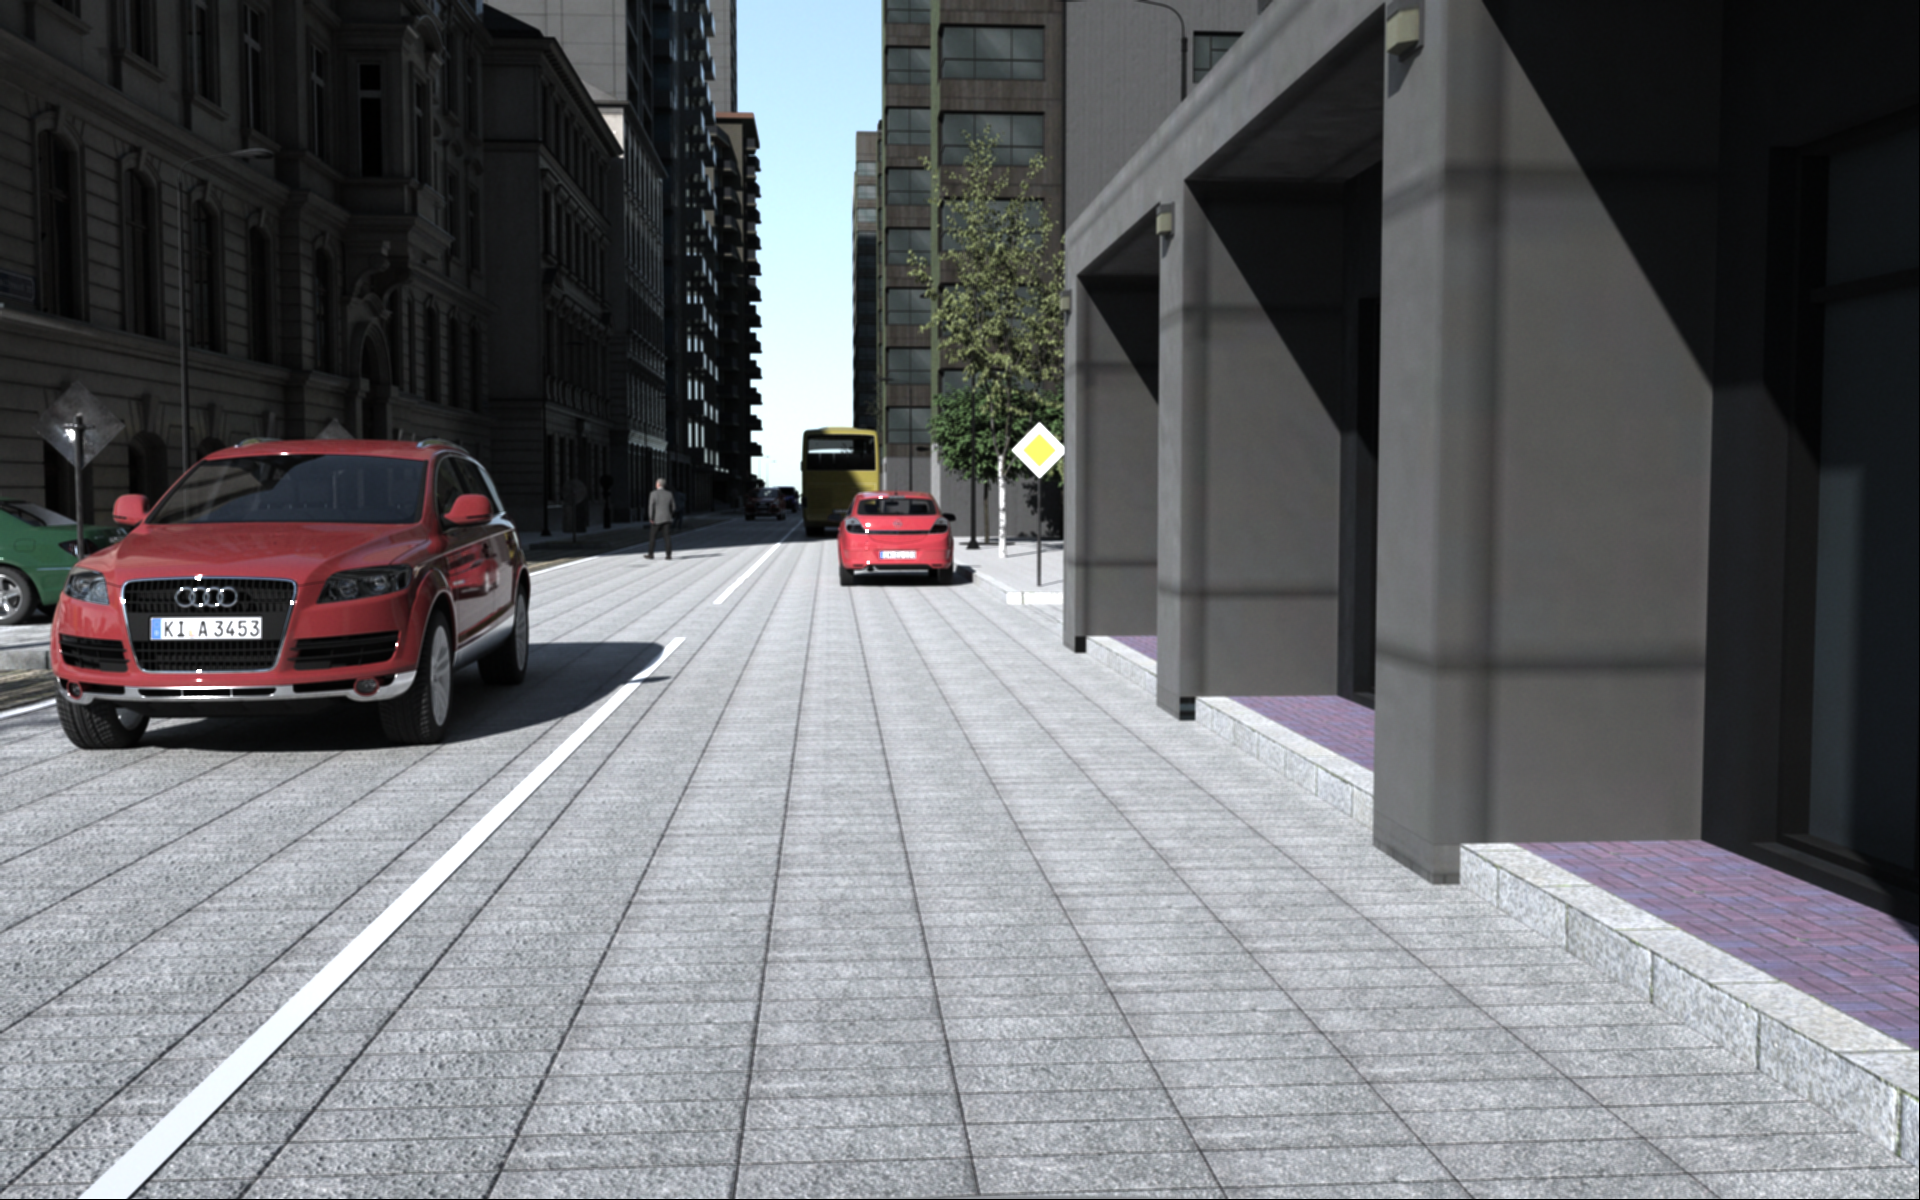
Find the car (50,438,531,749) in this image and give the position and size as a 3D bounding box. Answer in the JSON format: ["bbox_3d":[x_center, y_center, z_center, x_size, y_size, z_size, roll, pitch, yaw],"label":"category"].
[{"bbox_3d":[-4.154,-0.173,11.499,2.281,1.827,5.304,0,4,-6],"label":"car"}]

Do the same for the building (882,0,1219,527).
[{"bbox_3d":[3.337,-18.891,80.572,14.160,30.474,14.107,0,4,-4],"label":"building"}]

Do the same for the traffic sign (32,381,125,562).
[{"bbox_3d":[-7.823,-0.719,15.400,0.795,2.450,0.064,0,4,-4],"label":"traffic sign"}]

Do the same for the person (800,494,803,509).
[{"bbox_3d":[-14.908,-9.468,164.121,1.217,1.723,0.721,1,4,16],"label":"person"}]

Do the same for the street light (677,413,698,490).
[{"bbox_3d":[-15.738,-7.762,99.447,1.470,5.913,1.316,0,4,-4],"label":"street light"}]

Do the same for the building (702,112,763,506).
[{"bbox_3d":[-33.650,-33.017,194.460,22.147,44.769,28.867,0,4,-4],"label":"building"}]

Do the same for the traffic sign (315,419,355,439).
[{"bbox_3d":[-8.421,-1.206,23.363,0.795,2.450,0.064,0,4,-4],"label":"traffic sign"}]

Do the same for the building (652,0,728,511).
[{"bbox_3d":[-30.383,-31.380,132.664,23.786,49.044,30.456,0,4,-4],"label":"building"}]

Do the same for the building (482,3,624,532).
[{"bbox_3d":[-19.300,-12.348,66.510,10.561,19.102,19.286,0,4,-4],"label":"building"}]

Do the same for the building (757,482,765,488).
[{"bbox_3d":[-43.825,-33.711,243.053,32.217,40.220,23.993,0,4,-4],"label":"building"}]

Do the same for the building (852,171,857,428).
[{"bbox_3d":[-4.508,-38.157,247.562,21.300,48.544,21.600,0,4,-4],"label":"building"}]

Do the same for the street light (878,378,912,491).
[{"bbox_3d":[-2.516,-5.921,69.357,1.470,5.913,1.316,0,4,-4],"label":"street light"}]

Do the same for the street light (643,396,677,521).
[{"bbox_3d":[-14.324,-6.694,81.987,1.470,5.913,1.316,0,4,-4],"label":"street light"}]

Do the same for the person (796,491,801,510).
[{"bbox_3d":[-14.932,-9.135,158.525,0.621,1.740,0.551,1,4,12],"label":"person"}]

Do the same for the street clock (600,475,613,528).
[{"bbox_3d":[-13.187,-3.675,64.653,0.471,2.002,0.358,2,4,26],"label":"street clock"}]

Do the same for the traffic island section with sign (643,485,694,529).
[{"bbox_3d":[-12.118,-3.885,72.142,1.989,1.847,2.006,0,4,-4],"label":"traffic island section with sign"}]

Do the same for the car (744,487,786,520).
[{"bbox_3d":[-10.745,-5.330,95.817,2.281,1.827,5.304,0,4,-3],"label":"car"}]

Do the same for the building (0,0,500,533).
[{"bbox_3d":[-19.210,-13.446,38.934,14.460,24.649,34.723,0,4,-4],"label":"building"}]

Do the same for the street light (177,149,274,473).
[{"bbox_3d":[-9.936,-3.113,23.435,1.470,5.913,1.316,0,4,-4],"label":"street light"}]

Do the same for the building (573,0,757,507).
[{"bbox_3d":[-36.266,-47.719,218.461,20.563,71.187,20.611,0,4,-4],"label":"building"}]

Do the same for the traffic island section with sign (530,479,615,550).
[{"bbox_3d":[-10.087,-2.241,45.263,1.989,1.847,2.006,0,4,-4],"label":"traffic island section with sign"}]

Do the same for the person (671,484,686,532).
[{"bbox_3d":[-10.622,-3.460,65.329,0.793,1.790,0.793,1,4,13],"label":"person"}]

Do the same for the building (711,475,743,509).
[{"bbox_3d":[-36.782,-28.624,159.885,32.217,40.220,23.993,0,4,-4],"label":"building"}]

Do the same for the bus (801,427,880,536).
[{"bbox_3d":[-4.351,-4.333,62.393,2.896,3.916,12.252,0,4,-5],"label":"bus"}]

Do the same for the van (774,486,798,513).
[{"bbox_3d":[-13.627,-7.926,133.972,2.240,2.365,5.245,0,4,-3],"label":"van"}]

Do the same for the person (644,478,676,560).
[{"bbox_3d":[-6.603,-1.780,37.999,0.661,1.777,0.834,-3,5,-44],"label":"person"}]

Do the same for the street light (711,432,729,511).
[{"bbox_3d":[-17.850,-9.551,128.701,1.470,5.913,1.316,0,4,-4],"label":"street light"}]

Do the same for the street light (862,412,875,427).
[{"bbox_3d":[-4.702,-7.710,98.605,1.470,5.913,1.316,0,4,-4],"label":"street light"}]

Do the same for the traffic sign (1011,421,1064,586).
[{"bbox_3d":[1.098,-1.248,24.055,0.795,2.450,0.064,0,4,-4],"label":"traffic sign"}]

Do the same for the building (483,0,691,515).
[{"bbox_3d":[-27.481,-40.857,106.271,20.563,71.187,20.611,0,4,-4],"label":"building"}]

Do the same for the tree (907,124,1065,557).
[{"bbox_3d":[0.899,-5.159,34.708,4.737,8.622,4.395,0,3,0],"label":"tree"}]

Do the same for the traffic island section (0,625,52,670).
[{"bbox_3d":[-7.846,0.417,15.460,2.009,0.180,2.903,0,4,-4],"label":"traffic island section"}]

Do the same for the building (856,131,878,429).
[{"bbox_3d":[-4.898,-31.499,198.607,14.154,41.232,14.086,0,4,-4],"label":"building"}]

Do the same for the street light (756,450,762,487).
[{"bbox_3d":[-21.796,-12.892,183.319,1.470,5.913,1.316,0,4,-4],"label":"street light"}]

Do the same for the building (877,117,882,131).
[{"bbox_3d":[-0.774,-36.809,221.437,23.786,49.044,30.456,0,4,-4],"label":"building"}]

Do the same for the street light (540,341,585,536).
[{"bbox_3d":[-12.101,-4.905,52.742,1.470,5.913,1.316,0,4,-4],"label":"street light"}]

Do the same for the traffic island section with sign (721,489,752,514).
[{"bbox_3d":[-15.957,-7.008,123.202,1.989,1.847,2.006,0,4,-4],"label":"traffic island section with sign"}]

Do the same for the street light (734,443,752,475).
[{"bbox_3d":[-20.092,-11.385,158.685,1.470,5.913,1.316,0,4,-4],"label":"street light"}]

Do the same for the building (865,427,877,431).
[{"bbox_3d":[2.601,-51.735,158.531,22.319,86.520,31.000,0,4,-4],"label":"building"}]

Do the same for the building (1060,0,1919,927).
[{"bbox_3d":[11.921,-34.648,4.746,20.563,71.187,20.611,0,4,-4],"label":"building"}]

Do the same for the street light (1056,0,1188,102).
[{"bbox_3d":[1.520,-2.660,16.029,1.470,5.913,1.316,0,4,-4],"label":"street light"}]

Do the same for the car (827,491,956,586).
[{"bbox_3d":[-1.106,-1.192,28.531,2.155,1.783,4.494,0,4,-4],"label":"car"}]

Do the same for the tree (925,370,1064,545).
[{"bbox_3d":[0.757,-3.698,44.176,4.285,4.588,4.351,0,3,0],"label":"tree"}]

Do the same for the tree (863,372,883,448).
[{"bbox_3d":[-2.988,-8.861,95.236,4.360,8.622,3.978,0,3,0],"label":"tree"}]

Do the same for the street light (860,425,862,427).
[{"bbox_3d":[-5.997,-8.813,116.631,1.470,5.913,1.316,0,4,-4],"label":"street light"}]

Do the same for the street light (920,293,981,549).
[{"bbox_3d":[-0.230,-4.133,40.116,1.470,5.913,1.316,0,4,-4],"label":"street light"}]

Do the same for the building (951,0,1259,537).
[{"bbox_3d":[5.897,-17.527,58.264,14.160,30.474,14.107,0,4,-4],"label":"building"}]

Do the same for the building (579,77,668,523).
[{"bbox_3d":[-20.058,-14.437,85.189,9.793,20.994,18.267,0,4,-4],"label":"building"}]

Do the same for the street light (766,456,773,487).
[{"bbox_3d":[-24.114,-14.716,213.146,1.470,5.913,1.316,0,4,-4],"label":"street light"}]

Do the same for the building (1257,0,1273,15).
[{"bbox_3d":[20.962,-25.312,33.468,30.456,49.044,23.786,0,4,-4],"label":"building"}]

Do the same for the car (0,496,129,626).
[{"bbox_3d":[-11.876,-0.471,19.506,4.920,1.459,2.131,0,4,-6],"label":"car"}]
